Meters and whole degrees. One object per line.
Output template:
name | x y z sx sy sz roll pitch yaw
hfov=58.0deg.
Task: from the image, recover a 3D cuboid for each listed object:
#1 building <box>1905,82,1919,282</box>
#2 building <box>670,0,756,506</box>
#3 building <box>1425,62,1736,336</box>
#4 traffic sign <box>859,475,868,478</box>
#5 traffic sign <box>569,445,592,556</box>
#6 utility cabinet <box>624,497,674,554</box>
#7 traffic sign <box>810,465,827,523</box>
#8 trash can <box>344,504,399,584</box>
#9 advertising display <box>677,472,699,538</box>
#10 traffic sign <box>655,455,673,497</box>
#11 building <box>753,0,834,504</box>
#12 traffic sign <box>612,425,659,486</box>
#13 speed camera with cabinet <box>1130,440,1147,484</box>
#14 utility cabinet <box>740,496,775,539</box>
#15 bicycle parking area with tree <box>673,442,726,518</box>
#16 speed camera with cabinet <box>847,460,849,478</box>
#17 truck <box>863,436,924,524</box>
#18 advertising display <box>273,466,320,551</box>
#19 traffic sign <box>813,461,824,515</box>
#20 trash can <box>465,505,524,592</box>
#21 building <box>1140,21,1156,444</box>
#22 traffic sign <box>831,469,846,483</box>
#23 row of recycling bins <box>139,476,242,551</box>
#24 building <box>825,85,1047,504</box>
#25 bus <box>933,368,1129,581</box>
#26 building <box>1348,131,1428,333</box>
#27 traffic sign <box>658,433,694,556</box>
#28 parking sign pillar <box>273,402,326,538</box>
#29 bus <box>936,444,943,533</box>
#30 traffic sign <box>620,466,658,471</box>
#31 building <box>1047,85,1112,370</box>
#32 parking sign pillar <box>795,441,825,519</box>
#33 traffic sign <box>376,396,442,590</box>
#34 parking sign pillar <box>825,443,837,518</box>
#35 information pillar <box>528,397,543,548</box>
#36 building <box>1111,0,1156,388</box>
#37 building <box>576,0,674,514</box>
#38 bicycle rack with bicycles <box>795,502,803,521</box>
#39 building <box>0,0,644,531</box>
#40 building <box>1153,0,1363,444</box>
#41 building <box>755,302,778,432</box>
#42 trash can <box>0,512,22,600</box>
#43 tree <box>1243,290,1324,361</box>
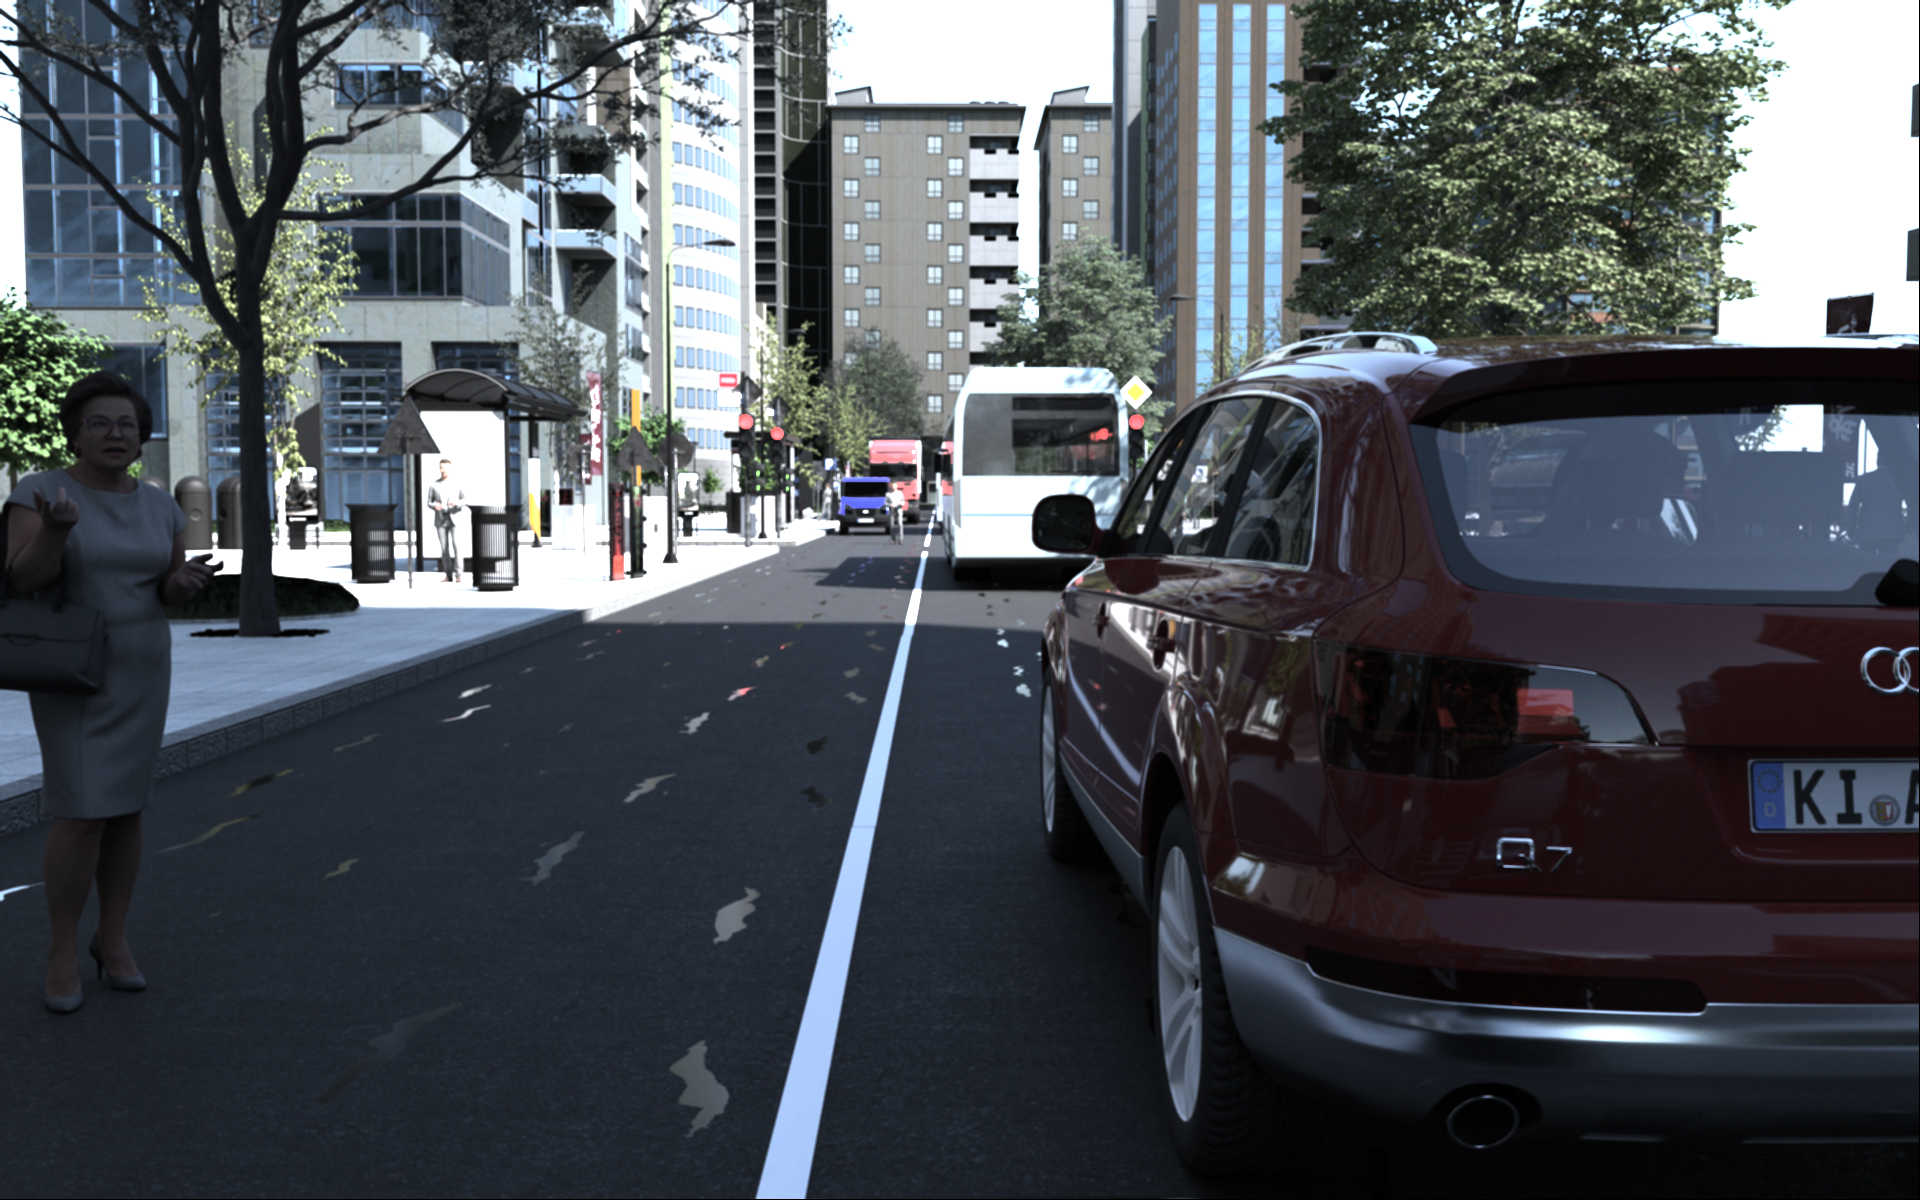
building | 30.629 -10.448 15.859 27.650 21.520 28.899 0 4 -1
building | -28.342 -36.430 137.635 21.231 58.520 28.212 0 4 -1
building | 63.482 -32.043 178.525 28.867 44.769 22.147 0 4 -1
traffic sign | -6.486 -7.076 115.792 0.768 2.556 0.104 1 4 8
traffic sign | -7.788 -2.062 35.840 0.606 2.300 0.079 0 4 5
utility cabinet | -6.714 -1.602 37.357 1.020 1.237 0.306 0 4 3
traffic sign | -6.256 -4.664 76.356 0.768 2.556 0.104 0 4 6
trash can | -8.421 -0.806 24.831 0.748 1.137 0.748 0 3 0
advertising display | -8.055 -2.811 51.174 0.123 1.923 0.974 2 4 30
traffic sign | -8.839 -3.177 52.044 0.768 2.556 0.104 1 4 9
building | -27.348 -48.269 227.441 20.611 71.187 20.563 0 4 -1
traffic sign | -6.135 -2.000 32.711 0.884 2.594 0.081 0 4 1
speed camera with cabinet | 6.247 -4.235 63.579 0.660 3.252 2.038 -2 4 -30
utility cabinet | -5.873 -2.392 50.276 1.020 1.237 0.306 -3 5 -41
bicycle parking area with tree | -13.567 -6.775 97.775 9.016 4.147 8.231 3 5 40
speed camera with cabinet | -6.408 -6.542 101.292 0.660 3.252 2.038 0 4 2
truck | -3.183 -5.931 85.887 2.839 4.237 11.283 0 4 -1
advertising display | -15.070 -2.089 39.374 0.974 1.923 0.123 -1 4 -9
traffic sign | -8.672 -6.855 105.950 2.265 3.308 0.079 0 4 4
trash can | -6.128 -0.684 22.835 0.748 1.137 0.748 0 3 0
building | 22.811 -28.762 153.860 14.154 41.232 14.086 0 4 -1
traffic sign | -6.380 -5.568 90.769 0.795 2.593 0.064 1 4 9
row of recycling bins | -17.842 -1.968 39.286 3.534 1.692 1.069 -2 4 -29
building | -3.347 -39.328 232.245 27.495 52.752 28.713 0 4 -1
bus | 1.021 -2.263 31.858 2.948 3.499 13.247 0 4 -1
building | 53.652 -37.399 231.081 30.456 49.044 23.786 0 4 -1
traffic sign | -5.929 -2.201 36.097 0.768 2.556 0.104 0 4 8
parking sign pillar | -19.340 -3.801 50.617 1.447 3.967 1.447 -1 4 -18
bus | 0.557 -4.380 66.473 2.948 3.499 13.247 0 4 1
traffic sign | -7.352 -2.426 39.665 0.884 2.594 0.081 0 4 7
building | 24.153 -39.313 232.005 27.495 52.752 28.713 0 4 -1
parking sign pillar | -8.018 -6.107 88.318 1.447 3.967 1.447 2 4 28
traffic sign | -7.355 -1.413 23.110 0.884 2.594 0.081 0 4 4
parking sign pillar | -6.986 -6.367 92.568 1.447 3.967 1.447 -1 4 -23
information pillar | -10.048 -3.029 40.885 0.183 3.616 0.504 0 4 5
building | 25.795 -38.684 174.481 21.231 58.520 28.212 0 4 -1
building | -25.633 -25.862 106.444 14.154 41.232 14.086 0 4 -1
bicycle rack with bicycles | -8.451 -4.239 82.691 2.852 0.926 2.925 0 4 8
building | -25.468 -46.467 72.409 22.319 86.520 31.000 0 4 -1
building | 23.464 -29.940 139.626 14.600 45.320 14.200 0 4 -1
building | -34.162 -20.204 175.381 28.899 21.520 27.650 0 4 -1
trash can | -7.608 -0.107 13.407 0.748 1.137 0.748 0 3 0
tree | 12.122 -6.834 62.102 4.360 8.622 3.978 0 3 0
